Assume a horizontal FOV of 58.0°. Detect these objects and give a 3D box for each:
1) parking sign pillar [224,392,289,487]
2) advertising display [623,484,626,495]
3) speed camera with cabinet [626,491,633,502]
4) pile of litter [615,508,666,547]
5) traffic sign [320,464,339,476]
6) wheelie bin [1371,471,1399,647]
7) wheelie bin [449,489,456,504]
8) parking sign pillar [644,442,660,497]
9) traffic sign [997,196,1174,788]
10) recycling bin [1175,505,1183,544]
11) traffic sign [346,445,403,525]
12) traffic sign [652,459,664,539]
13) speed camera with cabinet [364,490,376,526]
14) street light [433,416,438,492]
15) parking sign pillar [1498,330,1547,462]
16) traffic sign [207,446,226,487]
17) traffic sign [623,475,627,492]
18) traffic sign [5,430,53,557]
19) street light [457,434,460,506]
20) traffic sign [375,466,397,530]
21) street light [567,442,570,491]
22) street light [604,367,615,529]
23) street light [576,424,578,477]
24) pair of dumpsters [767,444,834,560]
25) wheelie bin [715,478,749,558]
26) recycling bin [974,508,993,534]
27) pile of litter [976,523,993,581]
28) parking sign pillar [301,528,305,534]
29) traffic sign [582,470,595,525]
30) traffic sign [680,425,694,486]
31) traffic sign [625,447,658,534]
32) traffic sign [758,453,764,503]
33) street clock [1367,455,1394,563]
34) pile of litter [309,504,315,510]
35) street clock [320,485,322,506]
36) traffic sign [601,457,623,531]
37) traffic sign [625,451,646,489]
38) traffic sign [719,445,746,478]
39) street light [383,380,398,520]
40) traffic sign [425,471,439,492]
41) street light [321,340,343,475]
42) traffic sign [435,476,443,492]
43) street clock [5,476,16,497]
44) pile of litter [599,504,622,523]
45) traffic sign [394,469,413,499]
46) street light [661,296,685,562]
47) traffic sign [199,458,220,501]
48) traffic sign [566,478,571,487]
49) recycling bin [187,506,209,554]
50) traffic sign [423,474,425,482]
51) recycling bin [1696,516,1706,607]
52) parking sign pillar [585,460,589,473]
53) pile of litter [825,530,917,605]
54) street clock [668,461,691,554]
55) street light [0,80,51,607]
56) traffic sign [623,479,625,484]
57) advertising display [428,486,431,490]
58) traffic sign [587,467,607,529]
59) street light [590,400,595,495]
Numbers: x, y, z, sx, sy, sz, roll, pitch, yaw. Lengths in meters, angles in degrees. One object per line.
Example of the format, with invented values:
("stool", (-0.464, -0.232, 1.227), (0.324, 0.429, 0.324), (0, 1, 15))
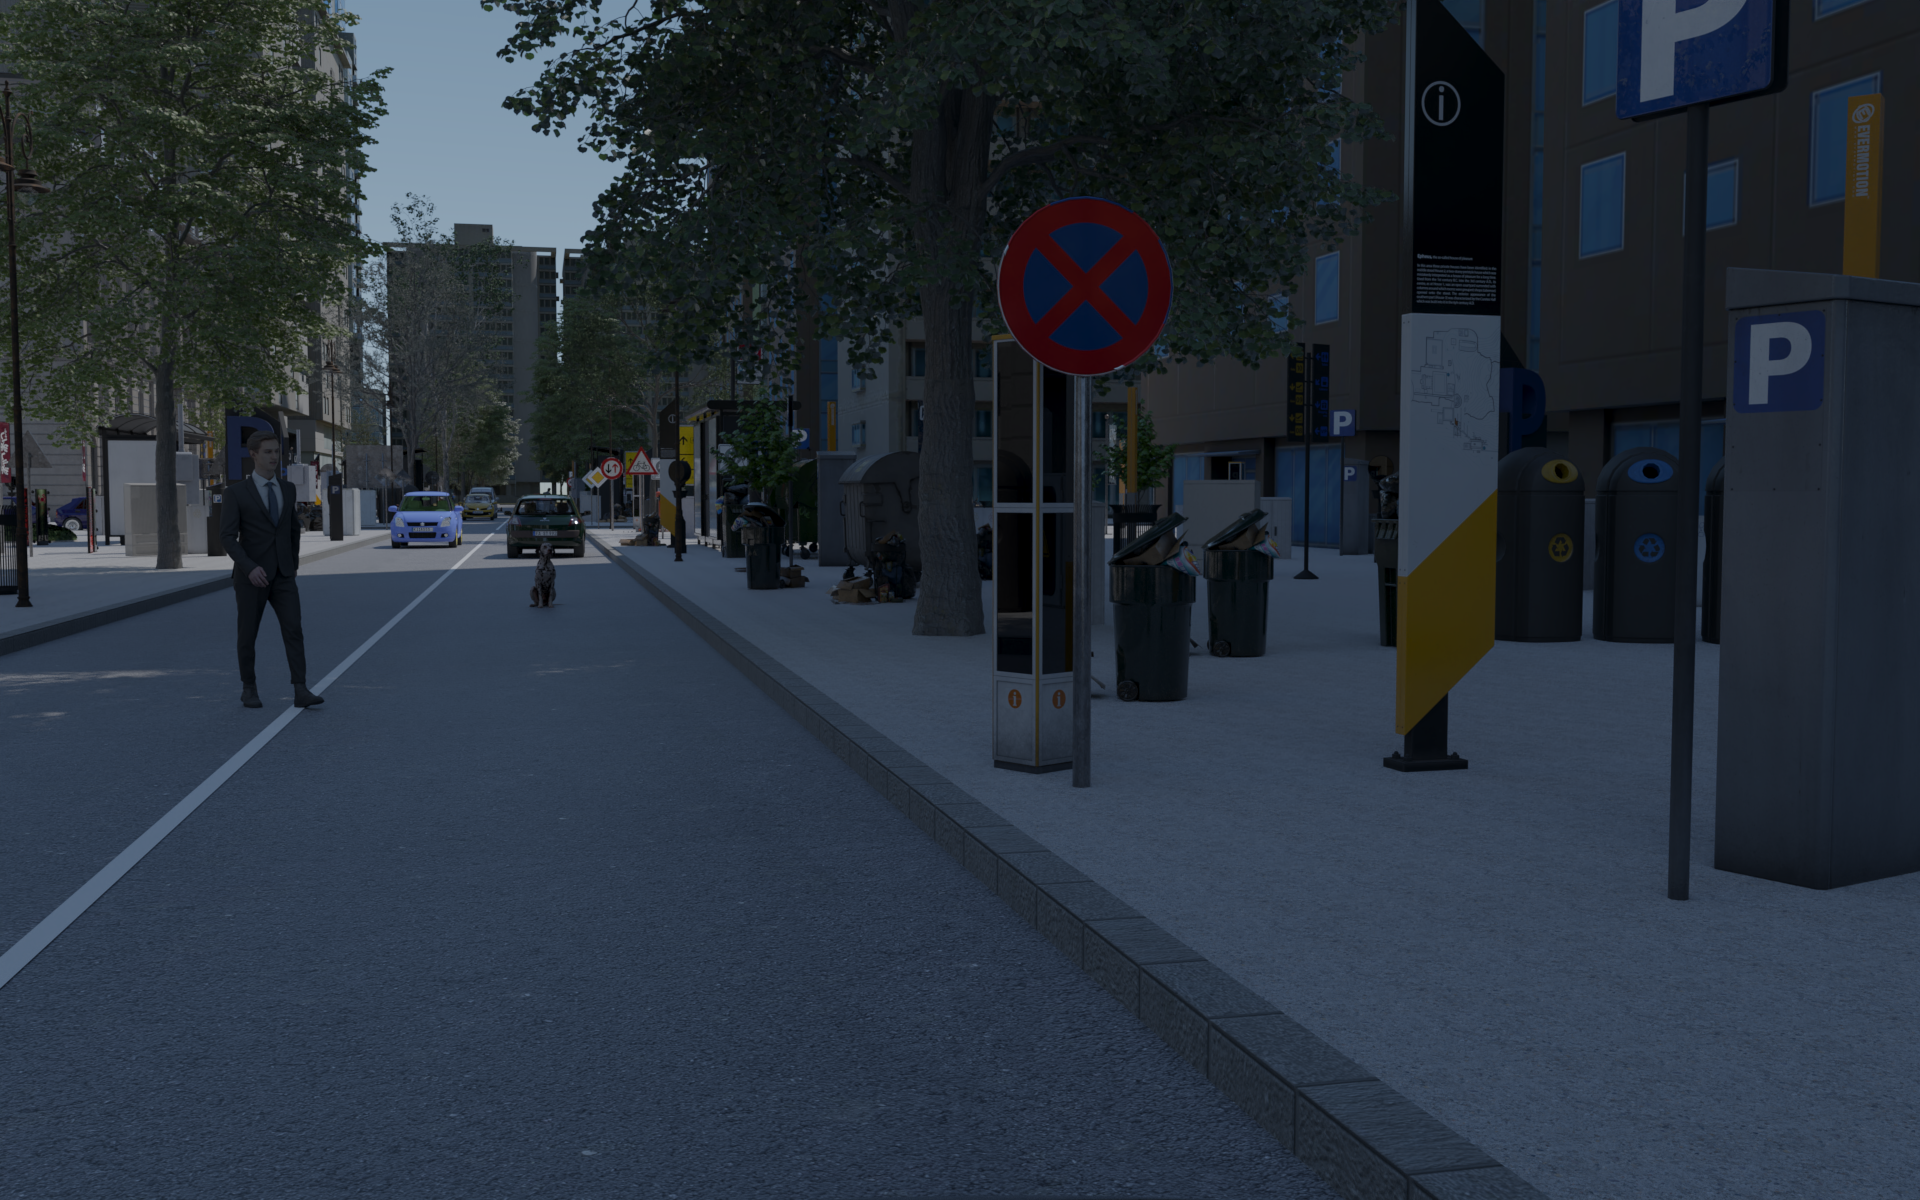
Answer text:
("parking sign pillar", (-17.713, -3.362, 43.444), (1.447, 3.967, 1.447), (-1, 4, -18))
("advertising display", (-22.357, -6.612, 113.321), (0.974, 1.923, 0.123), (-1, 4, -19))
("speed camera with cabinet", (-18.890, -6.542, 101.291), (0.660, 3.252, 2.038), (-2, 4, -32))
("pile of litter", (-7.896, -1.778, 43.033), (1.176, 0.858, 1.719), (-1, 4, -10))
("traffic sign", (-26.325, -4.418, 72.335), (0.768, 2.556, 0.104), (-1, 4, -11))
("wheelie bin", (3.844, -0.398, 14.422), (0.693, 1.594, 0.980), (-1, 4, -14))
("wheelie bin", (-34.703, -6.675, 117.046), (0.980, 1.594, 0.693), (3, 4, 37))
("parking sign pillar", (-14.237, -5.646, 80.780), (1.447, 3.967, 1.447), (-2, 4, -25))
("traffic sign", (0.534, -0.454, 7.522), (0.768, 2.556, 0.104), (0, 4, -6))
("recycling bin", (5.324, -1.666, 39.800), (0.722, 1.027, 0.722), (0, 4, 5))
("traffic sign", (-24.347, -4.784, 72.091), (2.265, 3.308, 0.079), (-1, 4, -9))
("traffic sign", (-8.460, -2.881, 49.230), (0.606, 2.300, 0.079), (-1, 4, -12))
("speed camera with cabinet", (-24.479, -4.586, 69.315), (2.038, 3.252, 0.660), (-3, 5, -44))
("street light", (-30.495, -7.836, 100.898), (0.468, 5.910, 1.993), (-1, 4, -14))
("parking sign pillar", (8.701, -2.366, 27.151), (1.447, 3.967, 1.447), (-3, 5, -44))
("traffic sign", (-19.924, -2.871, 46.938), (0.884, 2.594, 0.081), (0, 4, -8))
("traffic sign", (-22.652, -7.179, 117.480), (0.768, 2.556, 0.104), (0, 4, -5))
("traffic sign", (-18.939, -2.156, 35.249), (0.884, 2.594, 0.081), (-1, 4, -10))
("street light", (-38.001, -9.690, 131.226), (0.468, 5.910, 1.993), (-1, 4, -14))
("traffic sign", (-20.445, -3.553, 61.729), (0.795, 2.450, 0.064), (-1, 4, -14))
("street light", (-32.492, -10.468, 143.946), (0.468, 5.910, 1.993), (-1, 4, -14))
("street light", (-12.748, -5.528, 63.171), (0.468, 5.910, 1.993), (-1, 4, -14))
("street light", (-25.123, -8.611, 113.585), (0.468, 5.910, 1.993), (-1, 4, -14))
("pair of dumpsters", (-3.108, -2.037, 35.793), (1.574, 2.255, 4.437), (-1, 4, -14))
("wheelie bin", (-4.427, -1.652, 34.913), (0.980, 1.594, 0.693), (-1, 4, -15))
("recycling bin", (0.438, -1.181, 31.856), (0.722, 1.027, 0.722), (0, 4, 3))
("pile of litter", (0.244, -0.738, 26.030), (1.719, 0.858, 1.176), (-1, 4, -20))
("parking sign pillar", (-21.952, -4.125, 55.922), (1.447, 3.967, 1.447), (-2, 4, -28))
("traffic sign", (-15.151, -4.133, 71.214), (0.795, 2.450, 0.064), (-1, 4, -14))
("traffic sign", (-7.276, -3.501, 51.109), (2.265, 3.308, 0.079), (0, 4, -7))
("traffic sign", (-8.724, -2.905, 47.505), (0.884, 2.594, 0.081), (0, 4, -4))
("traffic sign", (-3.619, -1.947, 31.939), (0.768, 2.556, 0.104), (0, 4, -5))
("street clock", (7.829, -1.695, 32.282), (0.471, 2.002, 0.358), (1, 4, 11))
("pile of litter", (-29.845, -4.084, 80.735), (1.176, 0.858, 1.719), (-2, 4, -32))
("street clock", (-51.131, -8.187, 138.420), (0.358, 2.002, 0.471), (1, 4, 13))
("traffic sign", (-12.097, -3.678, 60.245), (0.768, 2.556, 0.104), (0, 4, -7))
("traffic sign", (-14.779, -5.416, 82.427), (2.265, 3.308, 0.079), (-1, 4, -9))
("traffic sign", (-4.658, -2.052, 35.675), (0.606, 2.300, 0.079), (0, 4, -4))
("street light", (-22.983, -5.948, 70.039), (0.468, 5.910, 1.993), (-1, 4, -14))
("traffic sign", (-28.990, -5.814, 95.164), (0.768, 2.556, 0.104), (-1, 4, -8))
("street light", (-18.038, -4.714, 49.870), (0.468, 5.910, 1.993), (-1, 4, -14))
("traffic sign", (-36.945, -7.496, 122.667), (0.768, 2.556, 0.104), (0, 4, -7))
("street clock", (-37.874, -3.953, 69.203), (0.358, 2.002, 0.471), (1, 4, 22))
("pile of litter", (-15.531, -3.929, 78.198), (1.719, 0.858, 1.176), (1, 4, 9))
("traffic sign", (-22.339, -4.027, 69.487), (0.795, 2.450, 0.064), (-1, 4, -14))
("street light", (-5.359, -3.671, 32.814), (0.468, 5.910, 1.993), (-1, 4, -14))
("traffic sign", (-21.370, -2.886, 49.319), (0.606, 2.300, 0.079), (-1, 4, -11))
("traffic sign", (-29.319, -7.994, 130.808), (0.768, 2.556, 0.104), (0, 4, -4))
("recycling bin", (-16.450, -1.517, 37.351), (0.722, 1.027, 0.722), (3, 5, 39))
("traffic sign", (-31.356, -6.128, 100.291), (0.768, 2.556, 0.104), (-1, 4, -12))
("recycling bin", (8.309, -0.457, 20.033), (0.722, 1.027, 0.722), (1, 4, 10))
("parking sign pillar", (-27.194, -8.469, 126.934), (1.447, 3.967, 1.447), (-1, 4, -22))
("pile of litter", (-1.103, -0.421, 20.842), (1.176, 0.858, 1.719), (2, 4, 26))
("street clock", (-6.038, -2.006, 37.371), (0.471, 2.002, 0.358), (2, 4, 33))
("street light", (-10.643, -2.858, 19.515), (0.468, 5.910, 1.993), (-1, 4, -14))
("traffic sign", (-22.903, -7.014, 116.801), (0.606, 2.300, 0.079), (0, 4, -5))
("advertising display", (-40.149, -7.704, 131.166), (0.123, 1.923, 0.974), (-1, 4, -21))
("traffic sign", (-13.256, -3.658, 63.456), (0.795, 2.450, 0.064), (-1, 4, -14))
("street light", (-17.583, -6.722, 82.692), (0.468, 5.910, 1.993), (-1, 4, -14))
